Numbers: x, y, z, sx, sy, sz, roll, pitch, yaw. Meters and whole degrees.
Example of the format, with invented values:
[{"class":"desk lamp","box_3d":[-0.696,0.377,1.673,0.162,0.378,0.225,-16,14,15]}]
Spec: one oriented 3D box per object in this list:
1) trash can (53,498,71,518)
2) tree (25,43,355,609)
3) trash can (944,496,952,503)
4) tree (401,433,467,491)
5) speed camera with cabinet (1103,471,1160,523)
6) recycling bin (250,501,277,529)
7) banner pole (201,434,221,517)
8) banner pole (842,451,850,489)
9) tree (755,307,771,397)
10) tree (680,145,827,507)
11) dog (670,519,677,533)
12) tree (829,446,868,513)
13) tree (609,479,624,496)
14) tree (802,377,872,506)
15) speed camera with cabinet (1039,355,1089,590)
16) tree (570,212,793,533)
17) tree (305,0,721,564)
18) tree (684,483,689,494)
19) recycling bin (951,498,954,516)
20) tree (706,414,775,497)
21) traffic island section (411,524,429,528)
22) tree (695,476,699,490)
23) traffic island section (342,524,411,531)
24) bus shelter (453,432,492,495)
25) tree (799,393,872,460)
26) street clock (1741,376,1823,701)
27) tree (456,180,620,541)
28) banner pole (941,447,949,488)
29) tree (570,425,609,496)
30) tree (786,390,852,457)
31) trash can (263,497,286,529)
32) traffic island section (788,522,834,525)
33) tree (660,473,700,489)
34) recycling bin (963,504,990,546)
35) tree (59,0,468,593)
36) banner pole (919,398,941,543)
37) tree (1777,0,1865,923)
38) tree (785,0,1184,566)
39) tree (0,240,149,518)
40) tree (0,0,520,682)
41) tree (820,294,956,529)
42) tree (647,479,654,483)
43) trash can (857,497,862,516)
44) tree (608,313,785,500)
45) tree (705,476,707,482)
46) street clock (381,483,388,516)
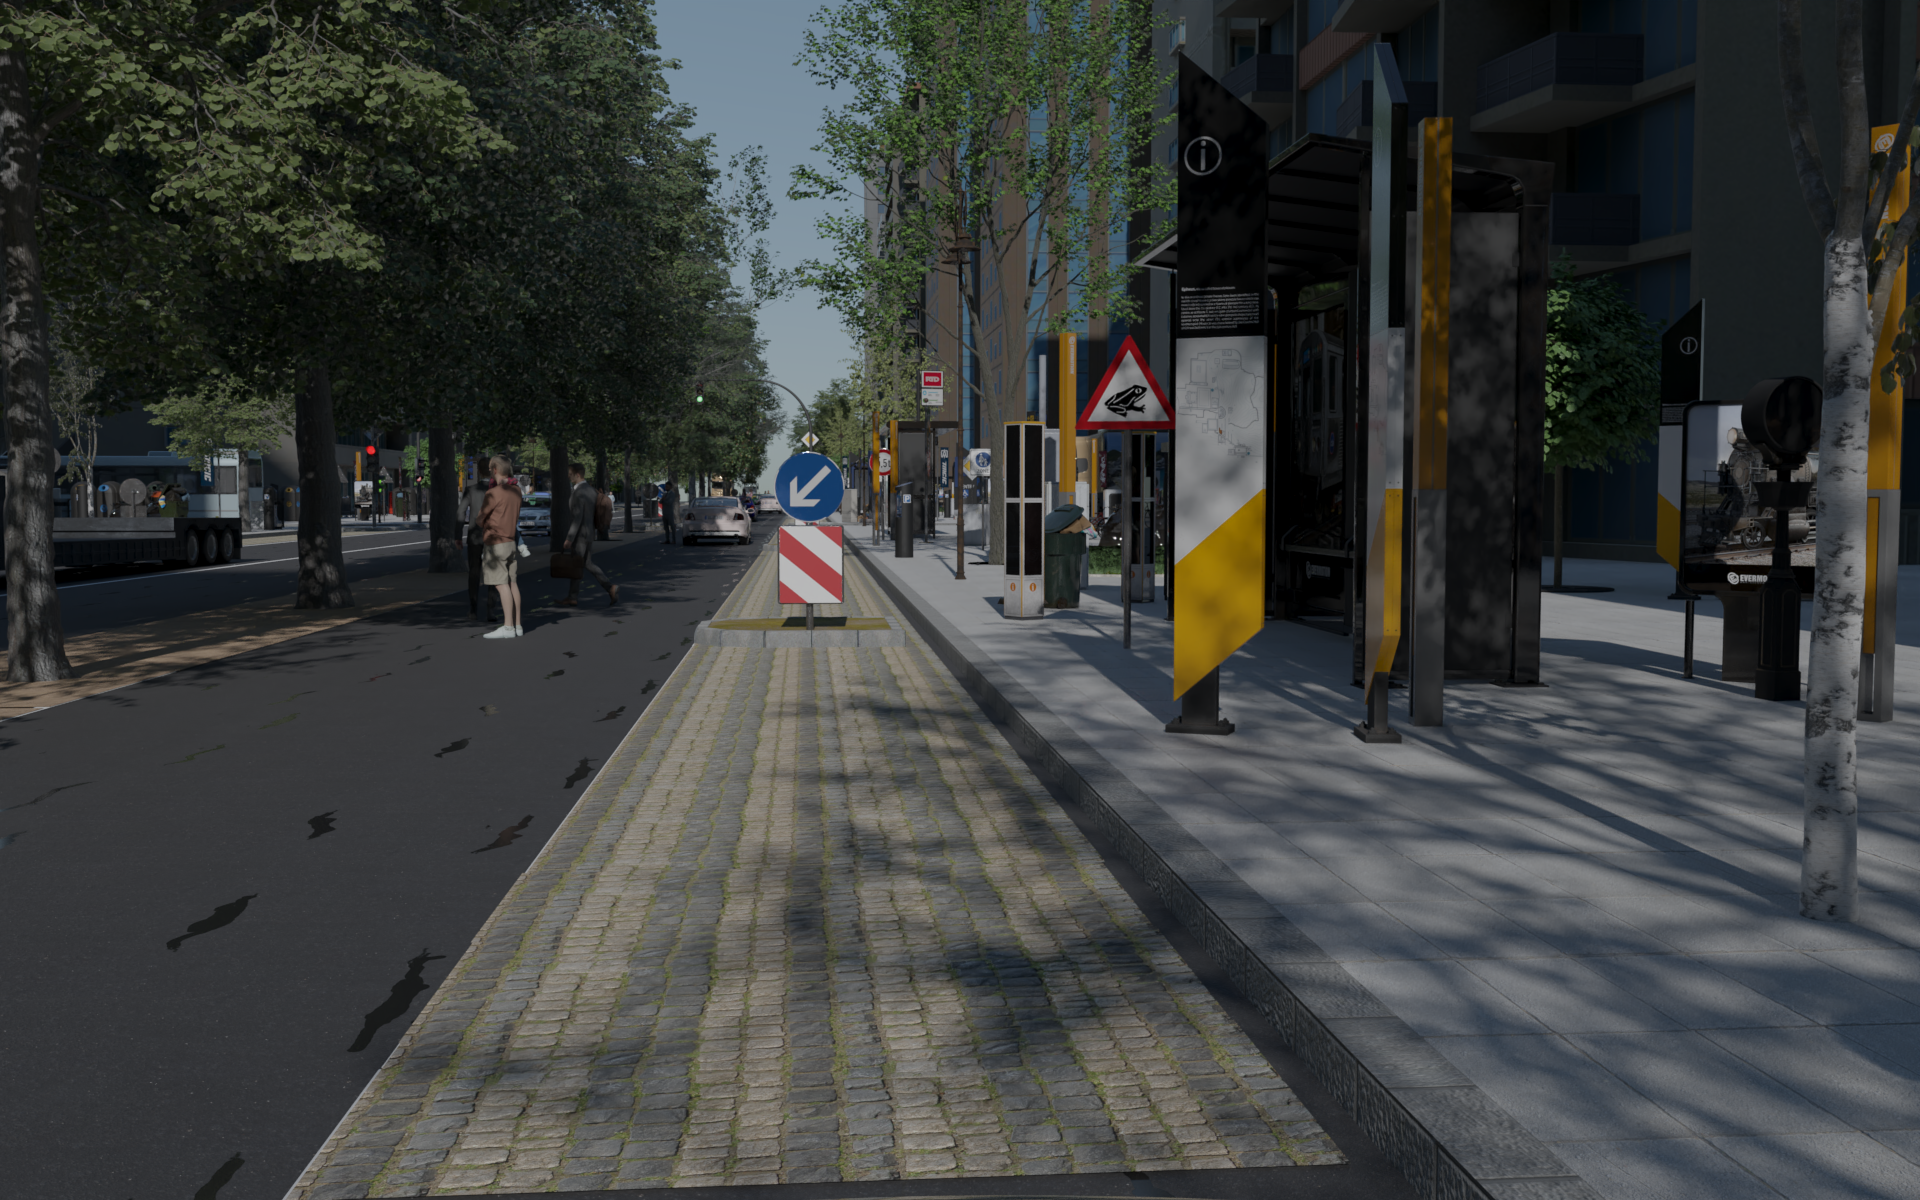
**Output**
[{"class":"trash can","box_3d":[-29.499,-2.758,56.744,0.748,1.137,0.748,0,3,0]},{"class":"tree","box_3d":[-7.939,-6.854,21.179,9.857,13.997,8.962,0,3,0]},{"class":"trash can","box_3d":[-0.941,-7.566,135.361,0.748,1.137,0.748,0,3,0]},{"class":"tree","box_3d":[-26.839,-6.382,88.059,4.285,4.588,4.351,0,3,0]},{"class":"speed camera with cabinet","box_3d":[6.407,-4.302,64.672,2.038,3.252,0.660,0,4,-3]},{"class":"recycling bin","box_3d":[-25.708,-3.143,63.942,0.722,1.027,0.722,0,4,1]},{"class":"banner pole","box_3d":[-28.011,-4.579,64.882,0.863,3.779,0.401,-1,4,-22]},{"class":"banner pole","box_3d":[-6.557,-6.754,100.438,0.401,3.779,0.863,-3,5,-44]},{"class":"tree","box_3d":[-13.240,-10.452,79.998,9.857,13.997,8.962,0,3,0]},{"class":"tree","box_3d":[-13.228,-14.330,92.647,12.611,20.169,13.585,0,3,0]},{"class":"dog","box_3d":[-10.696,-2.770,64.571,0.406,0.507,0.540,-3,4,-38]},{"class":"tree","box_3d":[-7.612,-8.322,119.777,4.285,4.588,4.351,0,3,0]},{"class":"tree","box_3d":[-35.926,-11.476,182.230,1.663,3.219,1.824,0,3,0]},{"class":"tree","box_3d":[-11.437,-15.317,168.566,7.486,12.596,7.792,0,3,0]},{"class":"speed camera with cabinet","box_3d":[1.397,-1.820,24.090,0.660,3.252,2.038,0,4,-3]},{"class":"tree","box_3d":[-12.217,-9.202,63.277,12.009,13.543,11.850,0,3,0]},{"class":"tree","box_3d":[-9.753,-8.136,42.135,9.857,13.997,8.962,0,3,0]},{"class":"tree","box_3d":[-44.569,-17.623,282.730,1.663,3.219,1.824,0,3,0]},{"class":"recycling bin","box_3d":[-0.301,-5.554,103.355,0.722,1.027,0.722,-2,4,-25]},{"class":"tree","box_3d":[-18.688,-12.308,138.099,8.767,10.594,7.601,0,4,-5]},{"class":"traffic island section","box_3d":[-23.539,-3.249,75.409,2.009,0.180,2.903,0,4,-5]},{"class":"tree","box_3d":[-46.266,-21.578,303.162,4.737,8.622,4.395,0,3,0]},{"class":"traffic island section","box_3d":[-22.827,-2.763,67.456,2.009,0.180,2.903,0,4,-5]},{"class":"bus shelter","box_3d":[-28.491,-7.514,100.482,2.179,5.291,8.768,0,4,-5]},{"class":"tree","box_3d":[-11.361,-13.705,158.487,7.601,10.594,8.767,0,4,6]},{"class":"street clock","box_3d":[5.106,-0.378,10.757,0.471,2.002,0.358,-1,4,-12]},{"class":"tree","box_3d":[-10.967,-7.593,52.354,9.928,11.665,9.643,0,3,0]},{"class":"banner pole","box_3d":[-0.861,-5.579,81.237,0.863,3.779,0.401,-2,4,-33]},{"class":"tree","box_3d":[-33.670,-15.188,165.338,9.611,12.733,9.660,0,3,0]},{"class":"tree","box_3d":[-16.826,-18.797,213.992,9.857,13.997,8.962,0,3,0]},{"class":"trash can","box_3d":[-24.937,-3.145,63.072,0.748,1.137,0.748,0,3,0]},{"class":"traffic island section","box_3d":[-6.615,-3.342,76.914,2.009,0.180,2.903,0,4,-5]},{"class":"tree","box_3d":[-43.710,-21.126,263.542,7.486,12.596,7.792,0,3,0]},{"class":"recycling bin","box_3d":[0.356,-1.882,43.323,0.722,1.027,0.722,1,4,10]},{"class":"tree","box_3d":[-9.318,-7.457,31.033,9.857,13.997,8.962,0,3,0]},{"class":"banner pole","box_3d":[-0.839,-3.363,44.998,0.401,3.779,0.863,-1,4,-11]},{"class":"tree","box_3d":[2.857,-3.336,4.907,4.360,8.622,3.978,0,3,0]},{"class":"tree","box_3d":[0.733,-6.453,31.260,9.928,11.665,9.643,0,3,0]},{"class":"tree","box_3d":[-24.646,-5.995,48.377,4.360,8.622,3.978,0,3,0]},{"class":"tree","box_3d":[-6.945,-5.623,12.521,7.486,12.596,7.792,0,3,0]},{"class":"tree","box_3d":[-2.593,-6.936,63.758,4.737,8.622,4.395,0,3,0]},{"class":"tree","box_3d":[-38.164,-13.329,212.522,1.663,3.219,1.824,0,3,0]},{"class":"trash can","box_3d":[-5.137,-4.434,84.146,0.748,1.137,0.748,0,3,0]},{"class":"tree","box_3d":[-15.510,-11.281,103.906,9.611,12.733,9.660,0,3,0]},{"class":"tree","box_3d":[-45.667,-22.995,294.090,7.486,12.596,7.792,0,3,0]},{"class":"street clock","box_3d":[-34.433,-6.049,103.474,0.358,2.002,0.471,2,4,33]}]
